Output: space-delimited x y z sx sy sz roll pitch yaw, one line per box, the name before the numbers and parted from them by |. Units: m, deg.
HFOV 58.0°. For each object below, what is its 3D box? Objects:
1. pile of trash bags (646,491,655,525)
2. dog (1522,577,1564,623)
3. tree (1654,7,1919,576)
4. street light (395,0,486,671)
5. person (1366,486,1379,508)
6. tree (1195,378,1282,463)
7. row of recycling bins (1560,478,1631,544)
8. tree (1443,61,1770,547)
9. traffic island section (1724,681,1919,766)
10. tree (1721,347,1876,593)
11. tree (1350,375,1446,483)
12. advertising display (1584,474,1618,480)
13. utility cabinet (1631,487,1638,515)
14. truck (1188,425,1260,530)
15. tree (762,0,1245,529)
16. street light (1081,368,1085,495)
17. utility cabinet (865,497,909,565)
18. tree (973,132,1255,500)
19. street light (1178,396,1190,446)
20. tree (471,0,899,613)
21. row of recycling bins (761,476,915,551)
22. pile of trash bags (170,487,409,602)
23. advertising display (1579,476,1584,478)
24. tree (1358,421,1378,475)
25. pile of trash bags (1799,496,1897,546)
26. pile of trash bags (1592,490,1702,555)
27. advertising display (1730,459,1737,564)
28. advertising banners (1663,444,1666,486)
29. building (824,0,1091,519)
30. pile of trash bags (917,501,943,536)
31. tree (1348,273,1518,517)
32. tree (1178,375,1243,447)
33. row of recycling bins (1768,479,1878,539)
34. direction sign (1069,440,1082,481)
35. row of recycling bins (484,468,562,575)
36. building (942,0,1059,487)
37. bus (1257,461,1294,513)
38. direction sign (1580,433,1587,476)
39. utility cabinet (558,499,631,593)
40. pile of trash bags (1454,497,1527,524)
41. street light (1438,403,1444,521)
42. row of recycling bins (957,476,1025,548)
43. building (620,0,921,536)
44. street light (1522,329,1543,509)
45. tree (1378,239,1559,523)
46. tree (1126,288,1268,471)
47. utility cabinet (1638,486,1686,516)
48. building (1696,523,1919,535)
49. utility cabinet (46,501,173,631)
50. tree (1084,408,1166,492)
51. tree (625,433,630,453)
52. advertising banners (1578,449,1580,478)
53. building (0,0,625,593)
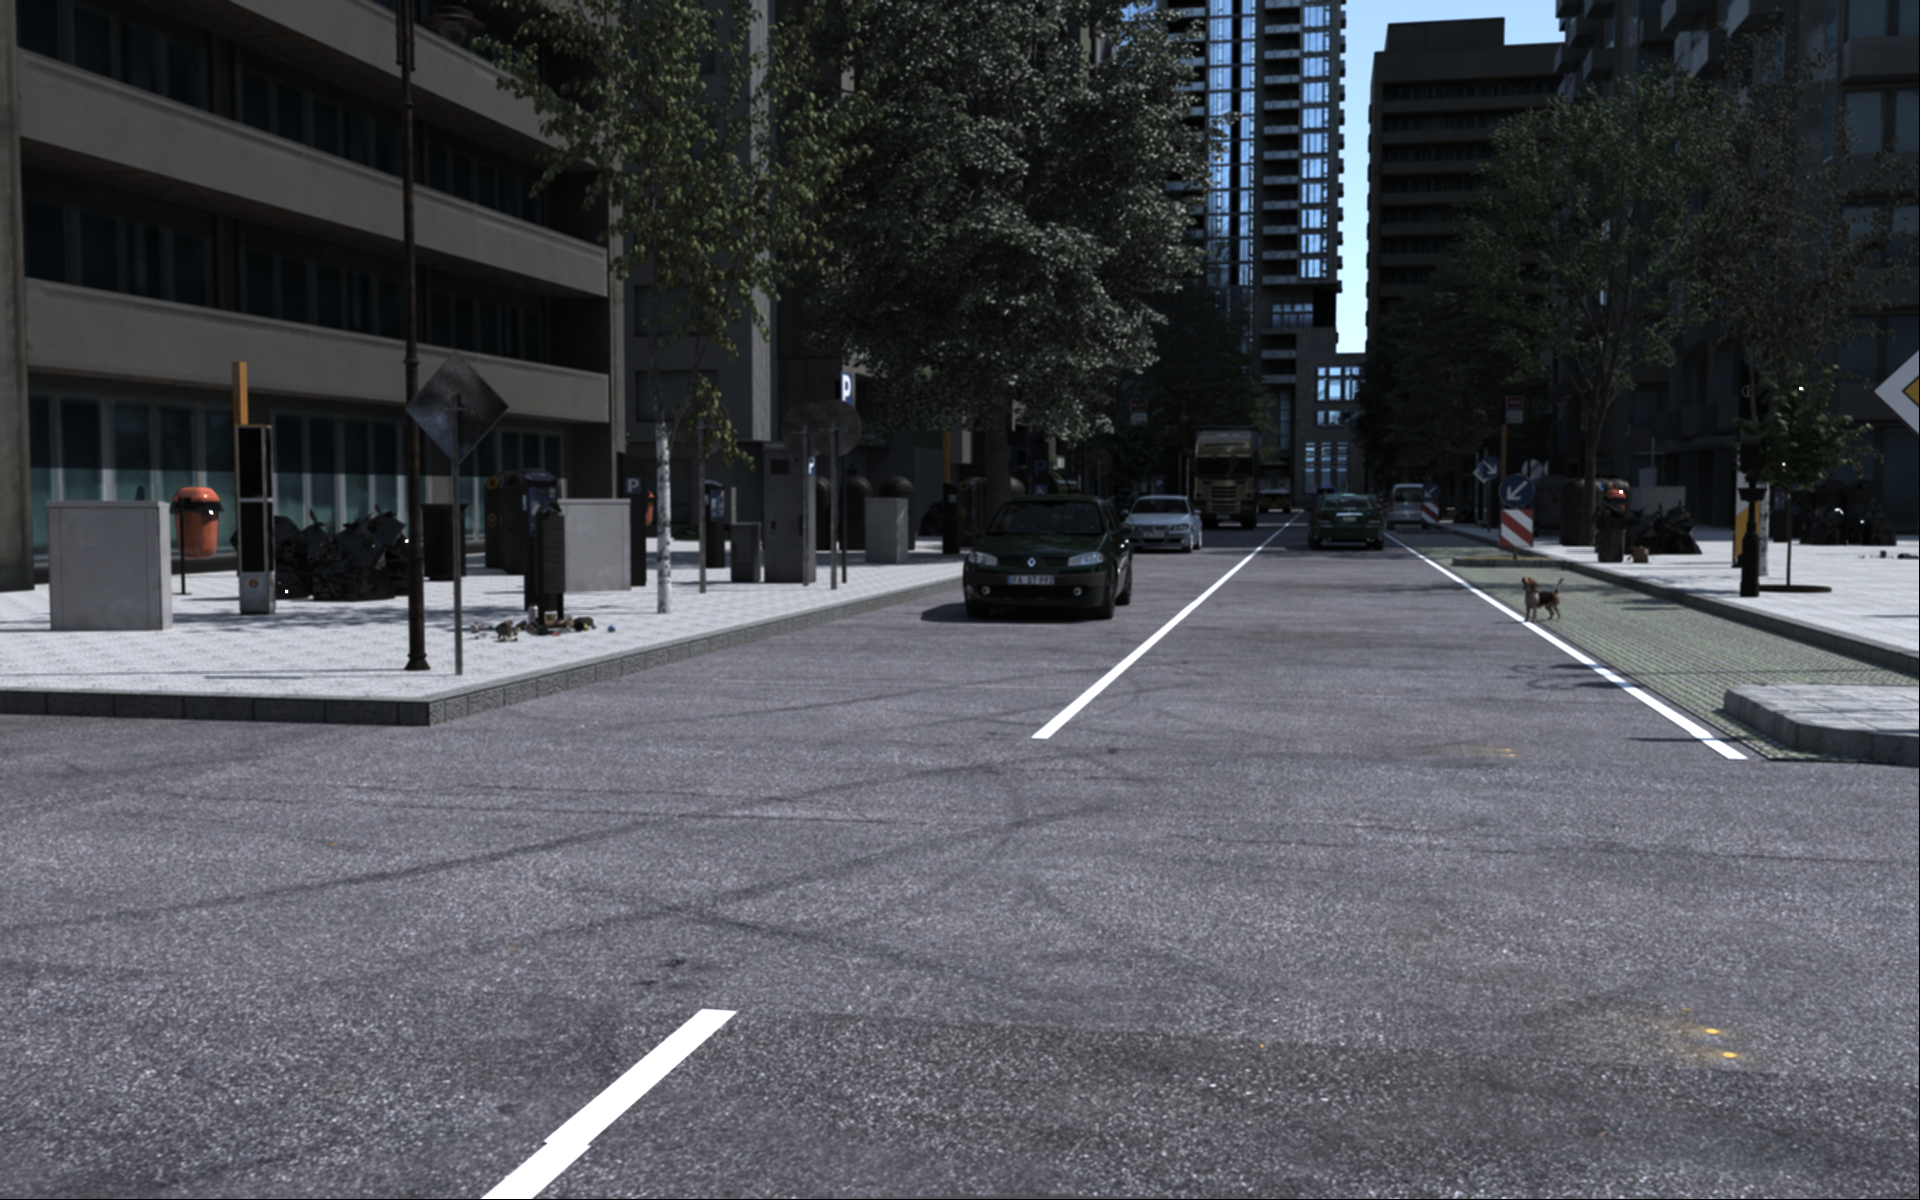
pile of trash bags | -9.678 -2.179 45.372 3.447 1.369 1.912 -2 4 -27
dog | 6.522 -0.006 19.384 0.406 0.507 0.540 2 4 24
tree | 12.553 -4.663 26.607 4.360 8.622 3.978 0 3 0
street light | -3.965 -2.428 12.478 0.468 5.910 1.993 1 4 12
person | 14.512 -3.187 61.354 0.466 1.731 0.760 -3 5 -43
tree | 24.477 -13.899 152.997 9.928 11.665 9.643 0 3 0
row of recycling bins | 16.496 -2.320 45.043 1.069 1.692 3.534 3 5 39
tree | 15.564 -7.117 42.111 9.928 11.665 9.643 0 3 0
traffic island section | 5.814 0.732 10.319 2.009 0.180 2.903 1 4 12
tree | 11.018 -1.740 23.058 1.663 3.219 1.824 0 3 0
tree | 30.223 -11.101 115.913 8.767 10.594 7.601 1 4 21
advertising display | 20.880 -3.129 56.369 0.974 1.923 0.123 3 5 42
utility cabinet | 22.043 -2.846 55.213 1.173 1.500 0.318 3 4 36
truck | 11.306 -5.147 73.068 2.839 4.237 11.283 1 4 11
tree | 0.760 -7.831 34.693 9.857 13.997 8.962 0 3 0
street light | 3.339 -4.539 46.993 0.468 5.910 1.993 1 4 12
utility cabinet | -1.351 -1.272 31.958 0.306 1.237 1.020 -3 4 -37
tree | 4.873 -9.019 57.826 12.009 13.543 11.850 0 3 0
street light | 10.489 -6.642 81.390 0.468 5.910 1.993 1 4 12
tree | -2.944 -4.161 18.401 4.737 8.622 4.395 0 3 0
row of recycling bins | -2.788 -1.988 39.620 3.534 1.692 1.069 0 4 -1
pile of trash bags | -8.491 -0.738 21.814 3.447 1.369 1.912 1 4 18
advertising display | 22.218 -3.400 60.804 0.974 1.923 0.123 1 4 22
tree | 37.512 -14.049 147.830 7.486 12.596 7.792 0 3 0
pile of trash bags | 23.026 -2.063 43.490 3.447 1.369 1.912 2 4 24
pile of trash bags | 14.860 -1.734 38.110 1.912 1.369 3.447 0 4 1
advertising display | 14.640 -1.648 32.159 0.974 1.923 0.123 -2 4 -35
advertising banners | 24.912 -3.978 61.236 0.090 3.025 2.074 2 4 23
building | 0.382 -26.059 109.652 14.154 41.232 14.086 1 4 12
pile of trash bags | 0.134 -2.700 53.900 1.912 1.369 3.447 2 4 25
tree | 27.112 -11.643 97.015 9.857 13.997 8.962 0 3 0
tree | 16.012 -9.880 111.895 4.360 8.622 3.978 0 3 0
row of recycling bins | 24.792 -2.631 50.134 1.069 1.692 3.534 -2 4 -32
direction sign | 4.864 -4.907 72.226 0.379 3.537 0.876 -3 4 -39
row of recycling bins | -7.284 -1.337 28.974 1.069 1.692 3.534 -1 4 -22
building | -2.547 -19.828 95.881 14.160 30.474 14.107 1 4 12
bus | 24.160 -8.635 132.730 2.896 3.916 12.252 1 4 11
direction sign | 23.157 -4.427 64.386 0.379 3.537 0.876 0 4 5
utility cabinet | -4.867 -0.713 22.813 1.020 1.237 0.306 -2 4 -35
pile of trash bags | 23.155 -3.996 75.082 3.447 1.369 1.912 1 4 21
street light | 23.078 -6.742 83.017 0.468 5.910 1.993 1 4 12
row of recycling bins | 0.734 -2.047 40.574 1.069 1.692 3.534 -1 4 -14
building | -8.748 -22.857 57.312 14.154 41.232 14.086 1 4 12
street light | 15.863 -4.614 48.222 0.468 5.910 1.993 1 4 12
tree | 22.827 -9.747 77.490 7.486 12.596 7.792 0 3 0
tree | 13.028 -10.813 94.926 7.486 12.596 7.792 0 3 0
utility cabinet | 20.405 -2.544 50.278 1.173 1.500 0.318 2 4 27
building | 39.215 -27.169 63.824 23.786 49.044 30.456 1 4 12
utility cabinet | -8.012 -0.317 16.341 1.020 1.237 0.306 0 4 -4
tree | 6.223 -5.057 66.393 4.285 4.588 4.351 0 3 0
tree | -9.696 -3.269 48.048 1.663 3.219 1.824 0 3 0
advertising banners | 23.944 -4.337 67.099 0.090 3.025 2.074 1 4 21
building | -20.816 -25.049 33.253 21.300 48.544 21.600 1 4 12
